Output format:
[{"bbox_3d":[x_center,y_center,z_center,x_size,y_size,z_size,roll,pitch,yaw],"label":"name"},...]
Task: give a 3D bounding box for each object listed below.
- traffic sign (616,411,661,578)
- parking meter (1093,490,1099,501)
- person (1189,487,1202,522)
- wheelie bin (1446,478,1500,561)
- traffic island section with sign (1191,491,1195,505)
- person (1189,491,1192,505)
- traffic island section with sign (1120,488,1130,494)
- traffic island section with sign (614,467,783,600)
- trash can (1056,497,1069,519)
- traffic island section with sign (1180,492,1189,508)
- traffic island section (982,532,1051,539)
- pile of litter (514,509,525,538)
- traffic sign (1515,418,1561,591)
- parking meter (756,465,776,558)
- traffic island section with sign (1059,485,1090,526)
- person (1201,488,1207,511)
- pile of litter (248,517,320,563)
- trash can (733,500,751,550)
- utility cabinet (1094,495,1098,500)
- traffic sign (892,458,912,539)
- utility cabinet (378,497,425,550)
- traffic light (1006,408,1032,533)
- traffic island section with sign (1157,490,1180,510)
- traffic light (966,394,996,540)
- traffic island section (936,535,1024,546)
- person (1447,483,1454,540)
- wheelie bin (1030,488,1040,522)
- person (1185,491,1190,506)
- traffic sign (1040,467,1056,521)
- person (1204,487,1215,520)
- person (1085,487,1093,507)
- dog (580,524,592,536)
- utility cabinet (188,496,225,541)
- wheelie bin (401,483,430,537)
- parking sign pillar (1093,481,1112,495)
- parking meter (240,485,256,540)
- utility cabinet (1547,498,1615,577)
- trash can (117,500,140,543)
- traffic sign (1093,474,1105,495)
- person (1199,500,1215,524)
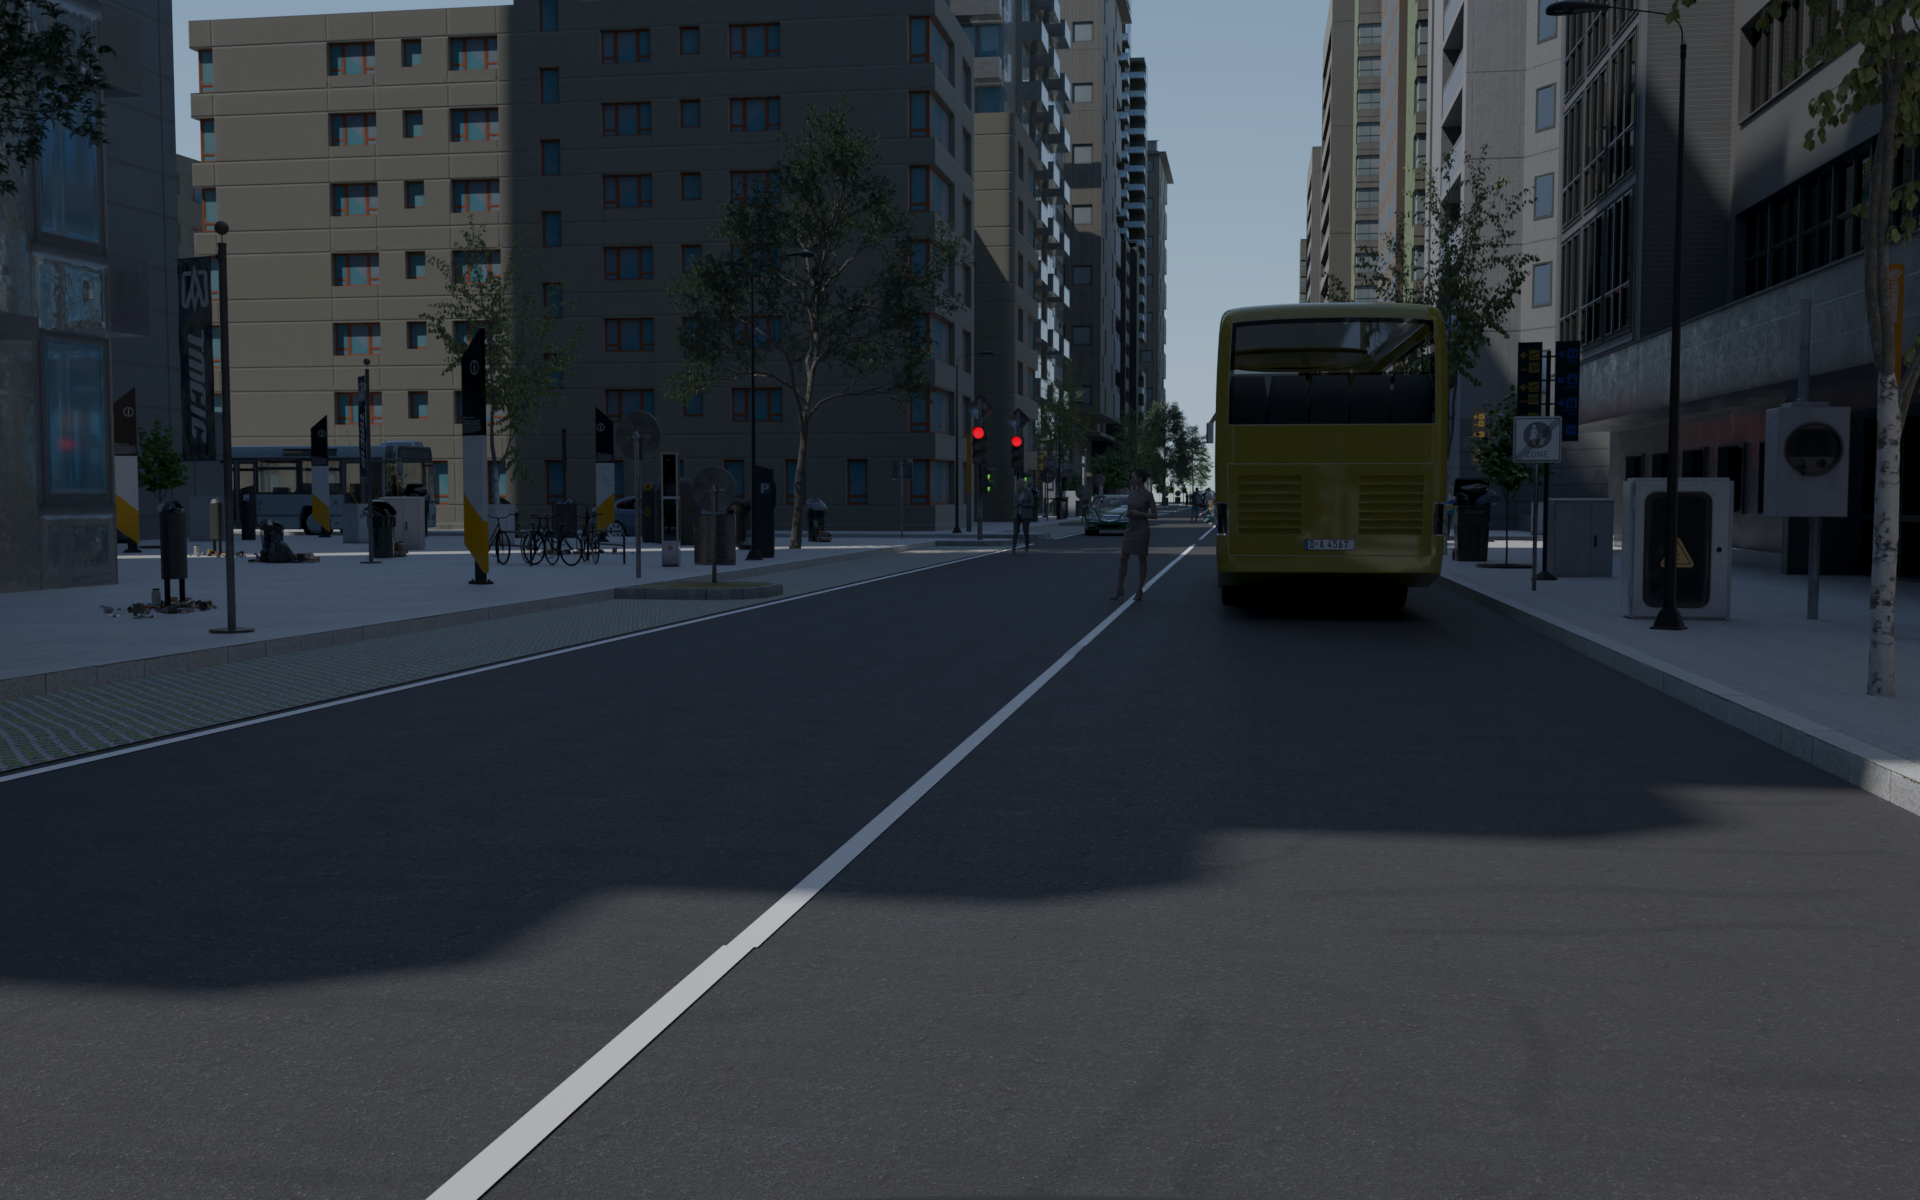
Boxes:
[{"bbox_3d":[-4.921,-1.611,26.445,0.768,2.556,0.104,1,4,19],"label":"traffic sign"},{"bbox_3d":[8.938,-6.457,113.981,0.372,1.533,0.369,0,3,0],"label":"parking meter"},{"bbox_3d":[11.903,-4.811,87.506,0.623,1.781,0.721,0,4,3],"label":"person"},{"bbox_3d":[9.811,-1.541,33.105,0.980,1.594,0.693,0,4,8],"label":"wheelie bin"},{"bbox_3d":[32.133,-13.933,236.428,1.989,1.847,2.006,1,4,10],"label":"traffic island section with sign"},{"bbox_3d":[28.966,-12.808,218.000,1.348,1.812,0.705,-3,5,-41],"label":"person"},{"bbox_3d":[10.086,-5.915,105.334,1.989,1.847,2.006,1,4,10],"label":"traffic island section with sign"},{"bbox_3d":[-3.566,-0.956,24.258,1.989,1.847,2.006,1,4,10],"label":"traffic island section with sign"},{"bbox_3d":[5.300,-4.775,89.723,0.748,1.137,0.748,0,3,0],"label":"trash can"},{"bbox_3d":[22.898,-10.573,181.493,1.989,1.847,2.006,1,4,10],"label":"traffic island section with sign"},{"bbox_3d":[1.862,-2.092,56.491,2.009,0.180,2.903,1,4,10],"label":"traffic island section"},{"bbox_3d":[-13.279,-2.238,50.559,1.176,0.858,1.719,-2,4,-33],"label":"pile of litter"},{"bbox_3d":[7.617,-1.271,22.916,0.606,2.300,0.079,1,4,10],"label":"traffic sign"},{"bbox_3d":[-3.895,-1.779,34.798,0.399,1.863,0.255,0,4,-1],"label":"parking meter"},{"bbox_3d":[5.586,-4.280,78.605,1.989,1.847,2.006,1,4,10],"label":"traffic island section with sign"},{"bbox_3d":[17.792,-7.165,125.416,0.659,1.850,0.755,3,4,37],"label":"person"},{"bbox_3d":[-12.780,-1.146,32.695,1.176,0.858,1.719,-3,4,-37],"label":"pile of litter"},{"bbox_3d":[-4.916,-1.738,40.064,0.748,1.137,0.748,0,3,0],"label":"trash can"},{"bbox_3d":[8.663,-5.969,108.749,0.306,1.237,1.020,1,4,17],"label":"utility cabinet"},{"bbox_3d":[-1.668,-2.913,49.754,0.606,2.300,0.079,1,4,14],"label":"traffic sign"},{"bbox_3d":[-12.844,-1.754,39.840,1.020,1.237,0.306,1,4,12],"label":"utility cabinet"},{"bbox_3d":[1.900,-4.124,56.350,0.839,4.253,0.868,1,4,10],"label":"traffic light"},{"bbox_3d":[18.421,-8.947,154.910,1.989,1.847,2.006,1,4,10],"label":"traffic island section with sign"},{"bbox_3d":[0.575,-3.642,48.475,0.839,4.253,0.868,1,4,10],"label":"traffic light"},{"bbox_3d":[0.537,-1.611,48.616,2.009,0.180,2.903,1,4,10],"label":"traffic island section"},{"bbox_3d":[14.733,-2.661,52.191,0.537,1.800,0.526,0,4,7],"label":"person"},{"bbox_3d":[3.339,-4.391,79.695,0.693,1.594,0.980,0,4,3],"label":"wheelie bin"},{"bbox_3d":[24.575,-10.864,186.852,0.721,1.736,1.217,2,4,28],"label":"person"},{"bbox_3d":[4.162,-5.034,82.415,0.768,2.556,0.104,1,4,17],"label":"traffic sign"},{"bbox_3d":[13.412,-5.187,93.537,0.641,1.798,0.478,-1,4,-22],"label":"person"},{"bbox_3d":[6.102,-4.552,83.175,0.600,1.795,0.529,0,4,7],"label":"person"},{"bbox_3d":[-11.695,-2.163,54.649,0.406,0.507,0.540,1,4,9],"label":"dog"},{"bbox_3d":[-20.389,-2.197,47.079,1.020,1.237,0.306,0,4,-4],"label":"utility cabinet"},{"bbox_3d":[-16.162,-2.665,51.481,0.693,1.594,0.980,2,4,26],"label":"wheelie bin"},{"bbox_3d":[10.430,-8.455,126.710,1.447,3.967,1.447,1,4,20],"label":"parking sign pillar"},{"bbox_3d":[-19.830,-2.436,48.242,0.372,1.533,0.369,0,3,0],"label":"parking meter"},{"bbox_3d":[9.602,-0.959,26.847,1.020,1.237,0.306,-1,4,-12],"label":"utility cabinet"},{"bbox_3d":[-21.754,-2.049,45.149,0.748,1.137,0.748,0,3,0],"label":"trash can"},{"bbox_3d":[8.796,-6.690,109.488,0.768,2.556,0.104,1,4,18],"label":"traffic sign"},{"bbox_3d":[11.862,-4.163,82.064,0.738,1.151,1.012,-1,4,-19],"label":"person"}]
